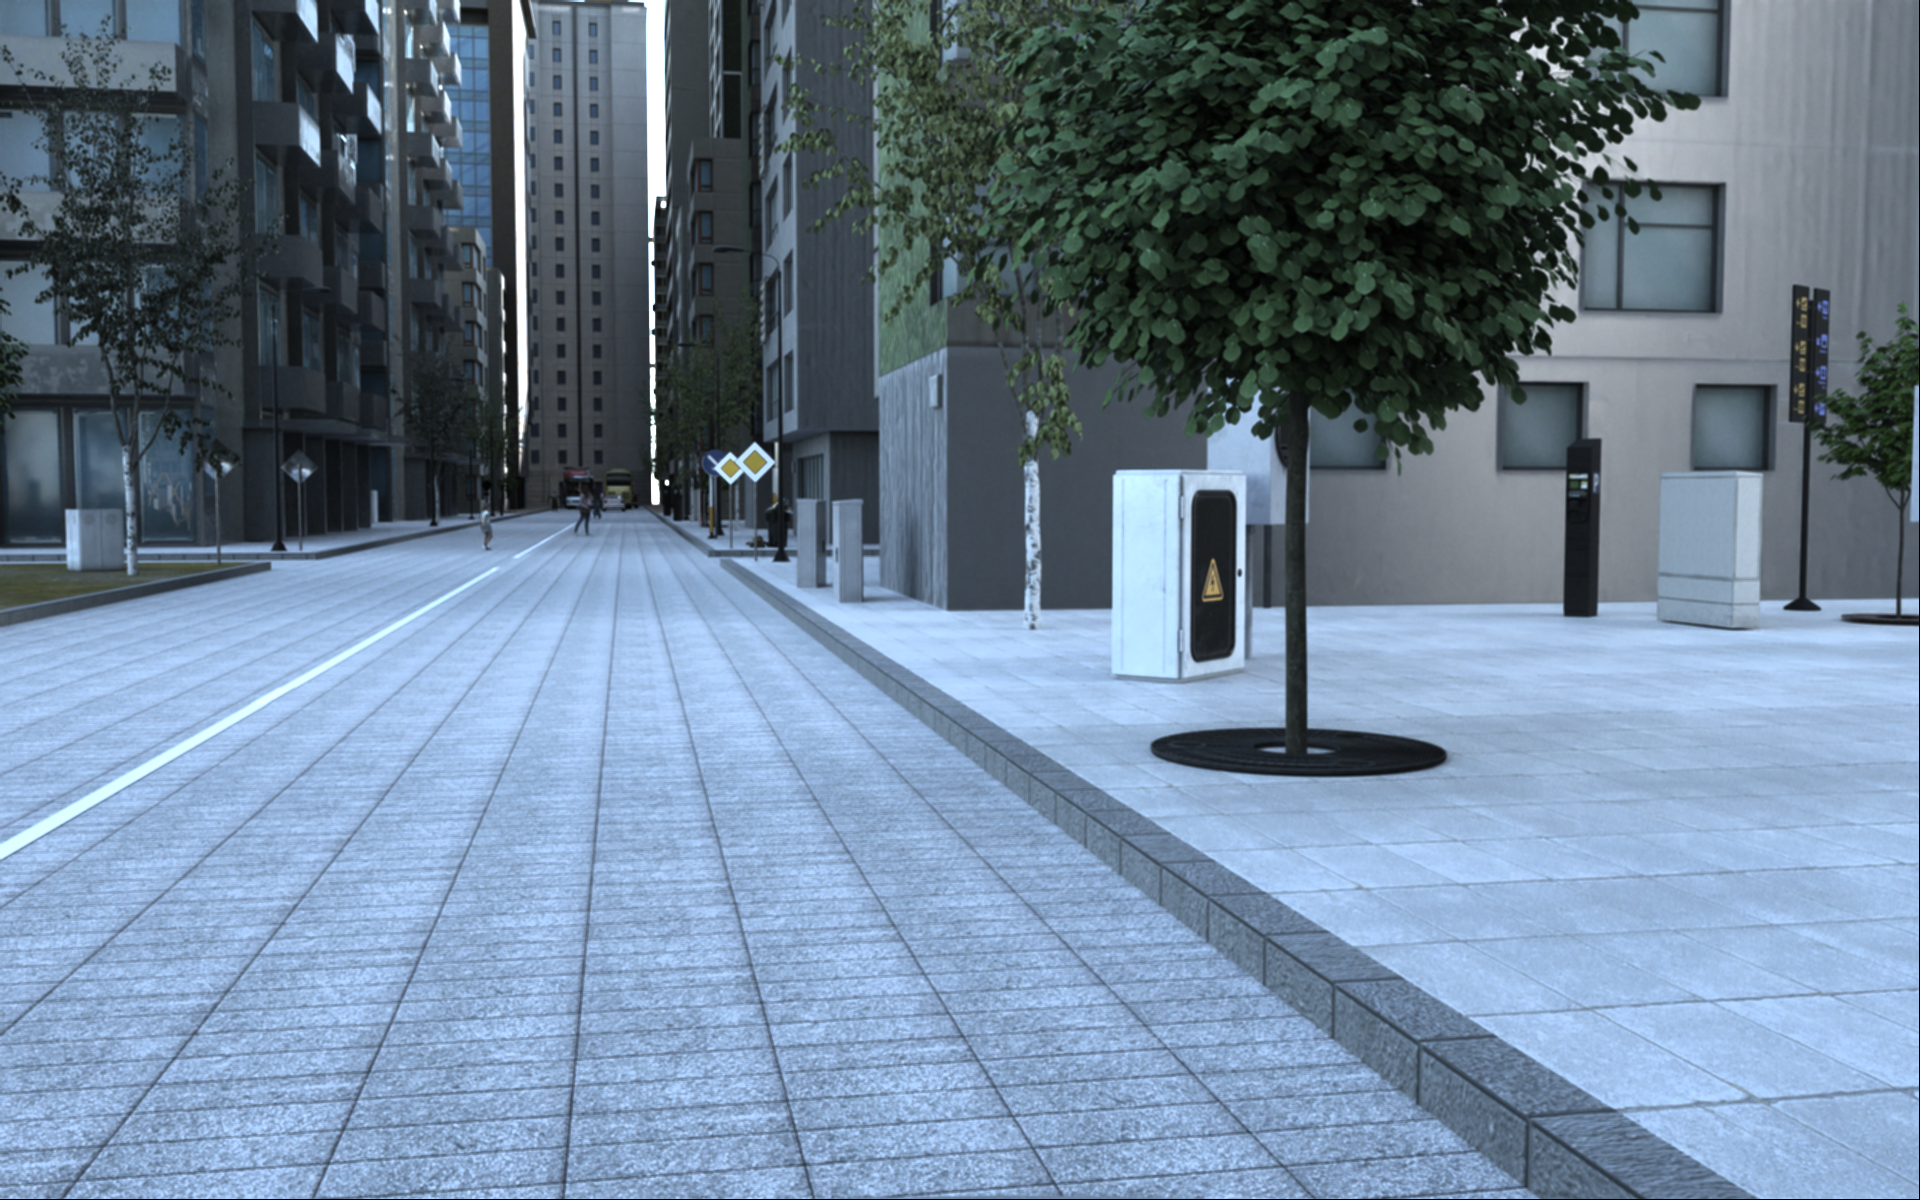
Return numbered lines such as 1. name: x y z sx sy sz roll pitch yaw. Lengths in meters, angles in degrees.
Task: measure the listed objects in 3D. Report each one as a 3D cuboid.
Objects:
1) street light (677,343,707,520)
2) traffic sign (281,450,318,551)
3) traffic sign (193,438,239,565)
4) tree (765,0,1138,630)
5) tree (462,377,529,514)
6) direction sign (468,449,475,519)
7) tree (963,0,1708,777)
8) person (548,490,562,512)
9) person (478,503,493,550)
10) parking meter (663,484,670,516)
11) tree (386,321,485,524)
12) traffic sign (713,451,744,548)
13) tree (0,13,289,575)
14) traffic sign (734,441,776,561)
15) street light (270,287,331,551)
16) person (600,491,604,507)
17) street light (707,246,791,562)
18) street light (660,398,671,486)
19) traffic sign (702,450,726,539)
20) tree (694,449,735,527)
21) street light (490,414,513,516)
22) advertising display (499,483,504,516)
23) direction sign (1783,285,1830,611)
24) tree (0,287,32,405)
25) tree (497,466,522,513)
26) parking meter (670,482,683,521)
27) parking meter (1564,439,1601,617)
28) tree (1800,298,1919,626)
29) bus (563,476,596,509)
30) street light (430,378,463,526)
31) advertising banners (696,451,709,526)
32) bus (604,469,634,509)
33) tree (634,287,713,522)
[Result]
1. street light: -7.976 -4.942 53.344 1.470 5.913 1.316 -1 4 -11
2. traffic sign: -14.886 -2.166 39.059 0.795 2.450 0.064 -1 4 -11
3. traffic sign: -13.377 -1.687 31.218 0.795 2.450 0.064 -1 4 -11
4. tree: 0.477 -4.018 16.057 4.737 8.622 4.395 0 3 0
5. tree: -29.755 -9.765 110.015 4.737 8.622 4.395 0 3 0
6. direction sign: -24.888 -5.882 88.165 0.379 3.537 0.876 -1 4 -19
7. tree: 1.748 -1.511 8.423 4.285 4.588 4.351 0 3 0
8. person: -32.760 -8.001 140.054 1.217 1.736 0.721 -2 4 -24
9. person: -12.185 -1.883 44.305 0.382 1.210 0.505 -3 5 -44
10. parking meter: -17.255 -5.895 102.099 0.399 1.863 0.255 1 4 18
11. tree: -22.285 -7.543 73.689 4.360 8.622 3.978 0 3 0
12. traffic sign: -5.411 -2.276 40.855 0.795 2.450 0.064 -1 4 -11
13. tree: -12.959 -4.690 27.052 4.360 8.622 3.978 0 3 0
14. traffic sign: -3.902 -1.796 33.013 0.795 2.450 0.064 -1 4 -11
15. street light: -14.796 -4.058 38.894 1.470 5.913 1.316 -1 4 -11
16. person: -30.845 -8.578 149.682 0.436 1.711 0.756 -1 4 -12
17. street light: -3.931 -3.677 32.665 1.470 5.913 1.316 -1 4 -11
18. street light: -13.833 -6.822 84.086 1.470 5.913 1.316 -1 4 -11
19. traffic sign: -7.005 -3.035 49.720 0.768 2.556 0.104 0 4 -1
20. tree: -9.686 -4.457 67.478 1.663 3.219 1.824 0 3 0
21. street light: -26.450 -7.791 99.923 1.470 5.913 1.316 -1 4 -11
22. advertising display: -27.094 -5.938 102.293 0.123 1.923 0.974 -1 4 -23
23. direction sign: 9.336 -1.657 19.093 0.876 3.537 0.379 -3 5 -41
24. tree: -13.208 -2.288 21.129 4.285 4.588 4.351 0 3 0
25. tree: -31.579 -7.718 120.793 1.663 3.219 1.824 0 3 0
26. parking meter: -13.465 -4.706 82.652 0.399 1.863 0.255 2 4 29
27. parking meter: 6.519 -0.760 18.144 0.255 1.863 0.399 3 4 37
28. tree: 9.300 -1.391 17.348 1.663 3.219 1.824 0 3 0
29. bus: -36.680 -10.559 167.506 2.948 3.499 13.247 -1 4 -11
30. street light: -20.531 -5.914 69.232 1.470 5.913 1.316 -1 4 -11
31. advertising banners: -10.370 -4.493 69.645 0.090 3.025 2.074 -1 4 -20
32. bus: -32.961 -10.749 167.291 2.896 3.916 12.252 -1 4 -11
33. tree: -7.950 -6.687 59.694 4.737 8.622 4.395 0 3 0
